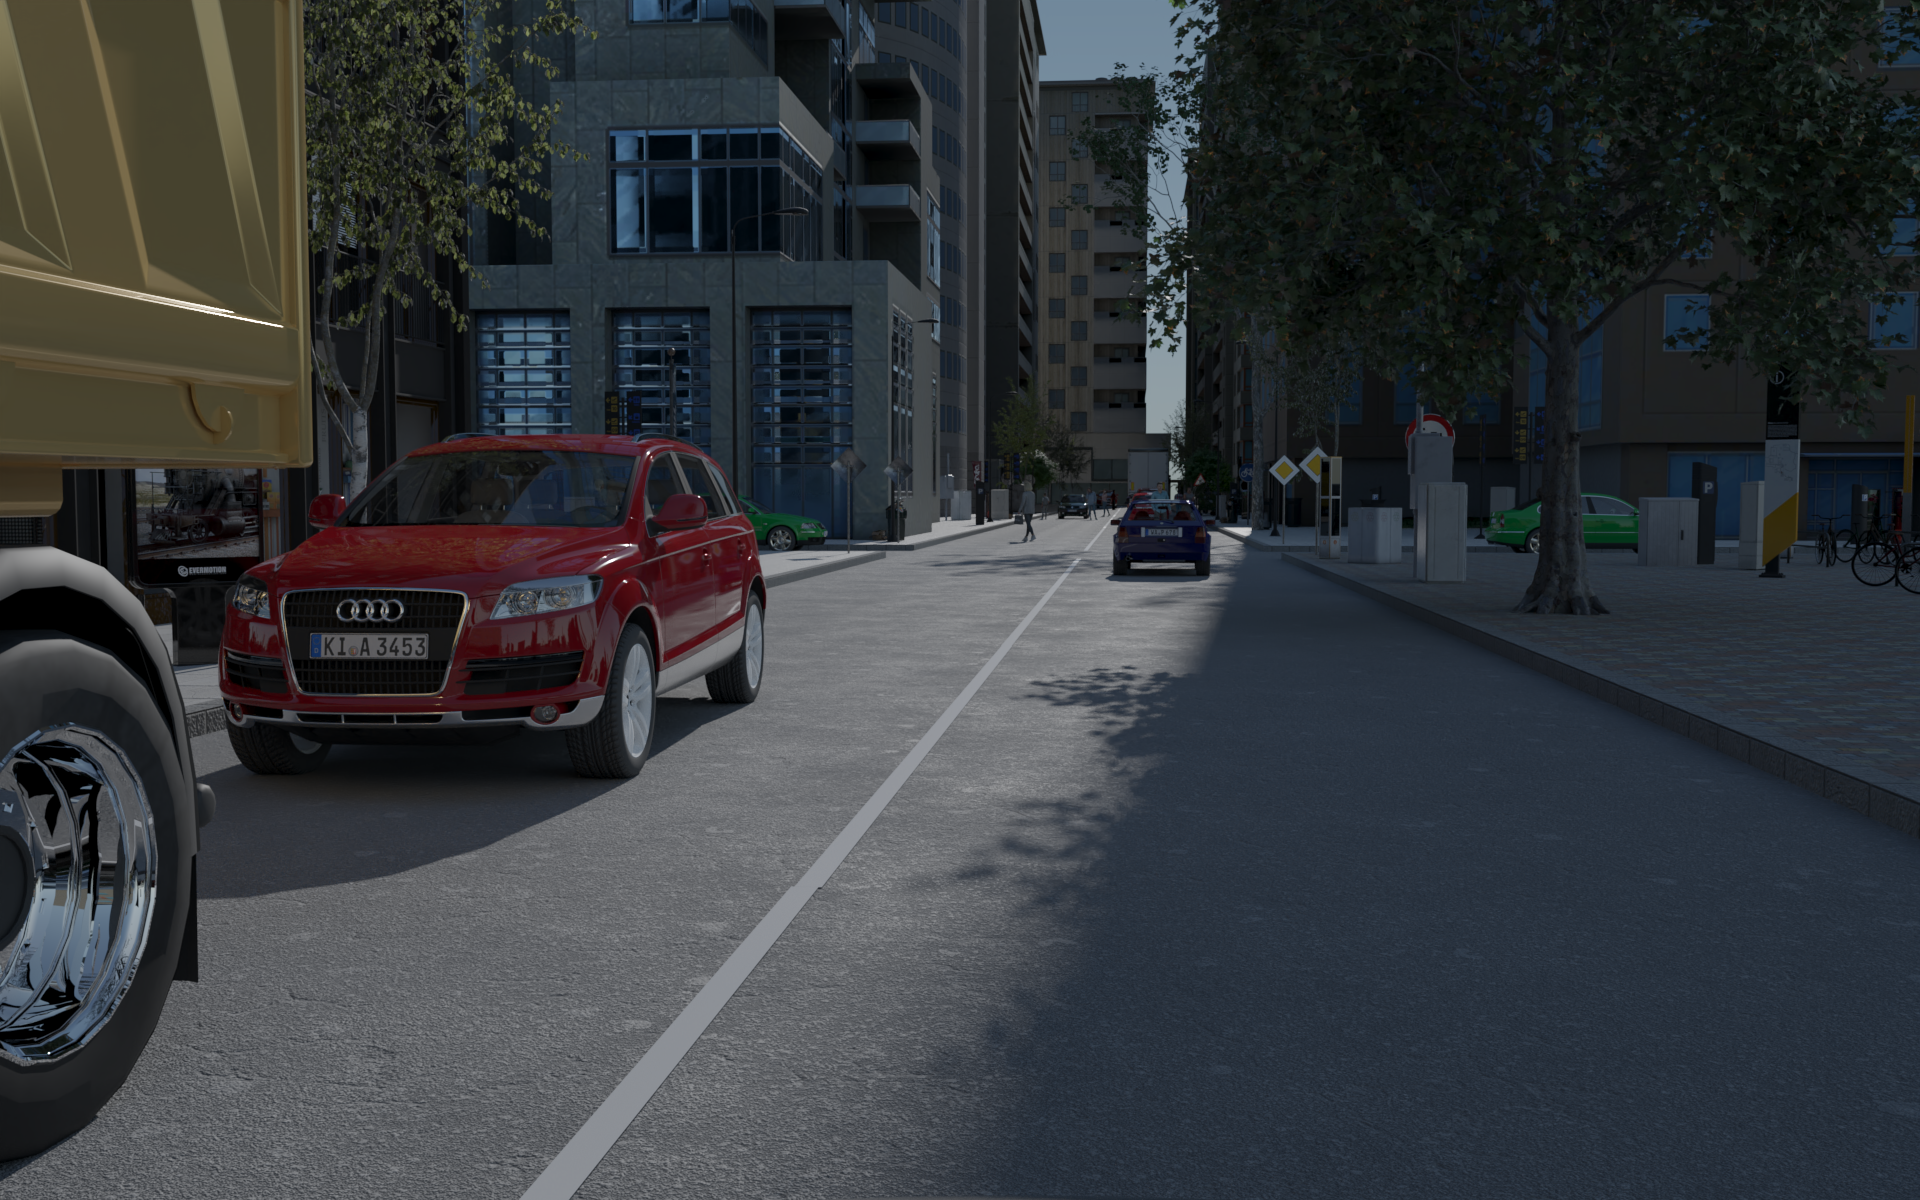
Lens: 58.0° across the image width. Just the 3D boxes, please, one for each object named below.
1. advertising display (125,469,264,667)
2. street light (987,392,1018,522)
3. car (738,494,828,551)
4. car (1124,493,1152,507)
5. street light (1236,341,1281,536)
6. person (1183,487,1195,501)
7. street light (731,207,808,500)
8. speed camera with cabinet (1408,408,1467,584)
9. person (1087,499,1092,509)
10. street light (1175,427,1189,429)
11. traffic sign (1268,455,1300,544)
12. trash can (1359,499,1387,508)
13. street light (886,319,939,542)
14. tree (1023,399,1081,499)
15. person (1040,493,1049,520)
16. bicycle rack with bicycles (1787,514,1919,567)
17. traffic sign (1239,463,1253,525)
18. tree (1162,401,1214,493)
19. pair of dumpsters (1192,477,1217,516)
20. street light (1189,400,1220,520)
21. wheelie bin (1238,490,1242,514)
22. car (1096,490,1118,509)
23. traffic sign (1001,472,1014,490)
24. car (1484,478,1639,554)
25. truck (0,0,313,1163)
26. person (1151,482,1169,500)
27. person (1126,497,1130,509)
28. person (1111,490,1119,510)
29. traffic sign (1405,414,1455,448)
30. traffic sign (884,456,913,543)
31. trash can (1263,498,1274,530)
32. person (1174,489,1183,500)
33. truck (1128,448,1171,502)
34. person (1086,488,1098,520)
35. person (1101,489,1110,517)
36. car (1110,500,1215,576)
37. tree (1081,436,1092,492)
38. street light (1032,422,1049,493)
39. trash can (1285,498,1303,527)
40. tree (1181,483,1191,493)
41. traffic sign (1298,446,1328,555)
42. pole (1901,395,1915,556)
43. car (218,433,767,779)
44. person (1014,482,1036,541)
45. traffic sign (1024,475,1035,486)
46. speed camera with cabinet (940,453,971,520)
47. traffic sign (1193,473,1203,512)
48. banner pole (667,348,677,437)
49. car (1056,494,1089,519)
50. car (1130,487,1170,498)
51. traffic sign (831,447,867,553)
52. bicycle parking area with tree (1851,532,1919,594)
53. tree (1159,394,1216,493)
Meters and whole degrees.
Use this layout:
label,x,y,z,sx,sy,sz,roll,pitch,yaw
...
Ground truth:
label,x,y,z,sx,sy,sz,roll,pitch,yaw
advertising display,-5.719,-0.475,12.978,0.123,1.923,0.974,3,5,44
street light,1.912,-6.504,78.880,1.470,5.913,1.316,0,4,6
car,-5.606,-2.052,42.352,4.718,1.807,1.959,0,4,4
car,8.260,-4.085,75.829,2.155,1.783,4.494,0,4,7
street light,9.038,-4.892,52.519,1.470,5.913,1.316,0,4,6
person,10.925,-4.548,83.221,0.716,1.782,0.532,-1,4,-10
street light,-3.152,-3.408,28.266,1.470,5.913,1.316,0,4,6
speed camera with cabinet,7.089,-1.918,25.691,0.660,3.252,2.038,0,4,7
person,8.876,-6.743,119.313,0.480,1.755,0.524,-2,4,-28
street light,15.477,-8.962,119.067,1.470,5.913,1.316,0,4,6
traffic sign,8.282,-2.487,44.301,0.795,2.450,0.064,0,4,6
trash can,11.205,-2.164,47.036,0.748,1.137,0.748,0,3,0
street light,-1.254,-4.496,46.048,1.470,5.913,1.316,0,4,6
tree,6.654,-11.115,132.098,4.360,8.622,3.978,0,3,0
person,4.742,-5.269,97.243,0.523,1.515,0.503,2,4,29
bicycle rack with bicycles,16.272,-1.090,31.212,2.852,0.926,2.925,0,4,6
traffic sign,11.905,-4.368,71.527,0.768,2.556,0.104,1,4,9
tree,17.793,-11.236,134.069,4.737,8.622,4.395,0,3,0
pair of dumpsters,14.549,-6.105,102.309,1.574,2.255,4.437,0,4,6
street light,12.183,-6.900,85.352,1.470,5.913,1.316,0,4,6
wheelie bin,16.875,-5.986,105.771,0.980,1.594,0.693,-3,5,-43
car,14.587,-9.998,172.142,2.281,1.827,5.304,0,4,4
traffic sign,2.691,-5.963,97.606,0.768,2.556,0.104,1,4,11
car,14.466,-1.880,39.541,4.718,1.807,1.959,0,4,5
truck,-3.553,-0.266,0.272,3.469,3.379,9.791,0,4,6
person,6.457,-2.894,55.840,0.660,1.820,0.620,-1,4,-14
person,16.042,-9.331,164.301,0.697,1.427,0.421,-3,5,-41
person,13.841,-8.996,155.545,0.705,1.831,1.348,-2,4,-25
traffic sign,7.452,-1.678,27.542,0.768,2.556,0.104,0,4,6
traffic sign,-1.611,-2.548,45.301,0.795,2.450,0.064,0,4,6
trash can,10.925,-3.101,62.348,0.748,1.137,0.748,0,3,0
person,13.246,-5.849,104.969,0.563,1.720,0.643,1,4,16
truck,12.211,-7.523,111.912,2.839,4.237,11.283,0,4,7
person,7.281,-5.309,95.569,0.793,1.790,0.793,-1,4,-19
person,9.239,-6.156,109.743,0.643,1.750,0.593,0,4,2
car,3.717,-1.175,31.800,1.945,1.354,3.894,0,4,7
tree,10.199,-13.410,169.615,4.360,8.622,3.978,0,3,0
street light,5.248,-8.525,111.926,1.470,5.913,1.316,0,4,6
trash can,12.848,-3.369,66.742,0.748,1.137,0.748,0,3,0
tree,20.739,-9.790,154.663,1.663,3.219,1.824,0,3,0
traffic sign,7.492,-2.001,36.355,0.795,2.450,0.064,0,4,6
pole,19.621,-2.569,35.844,0.158,3.312,0.155,0,3,0
car,-2.510,-0.110,10.468,2.281,1.827,5.304,0,4,4
person,2.025,-2.685,52.577,0.709,1.800,0.728,-3,5,-41
traffic sign,4.513,-6.900,112.916,0.768,2.556,0.104,0,4,7
speed camera with cabinet,-0.286,-5.542,84.947,0.660,3.252,2.038,3,5,39
traffic sign,14.990,-6.602,107.951,0.884,2.594,0.081,0,4,8
banner pole,-4.883,-2.419,29.568,0.401,3.779,0.863,-1,4,-16
car,6.628,-5.570,100.853,2.009,1.686,4.222,0,4,6
car,10.937,-5.551,99.425,2.281,1.827,5.304,0,4,5
traffic sign,-2.402,-2.062,37.355,0.795,2.450,0.064,0,4,6
bicycle parking area with tree,15.740,-2.020,20.027,9.016,4.147,8.231,1,4,20
tree,17.119,-10.825,127.344,4.360,8.622,3.978,0,3,0
